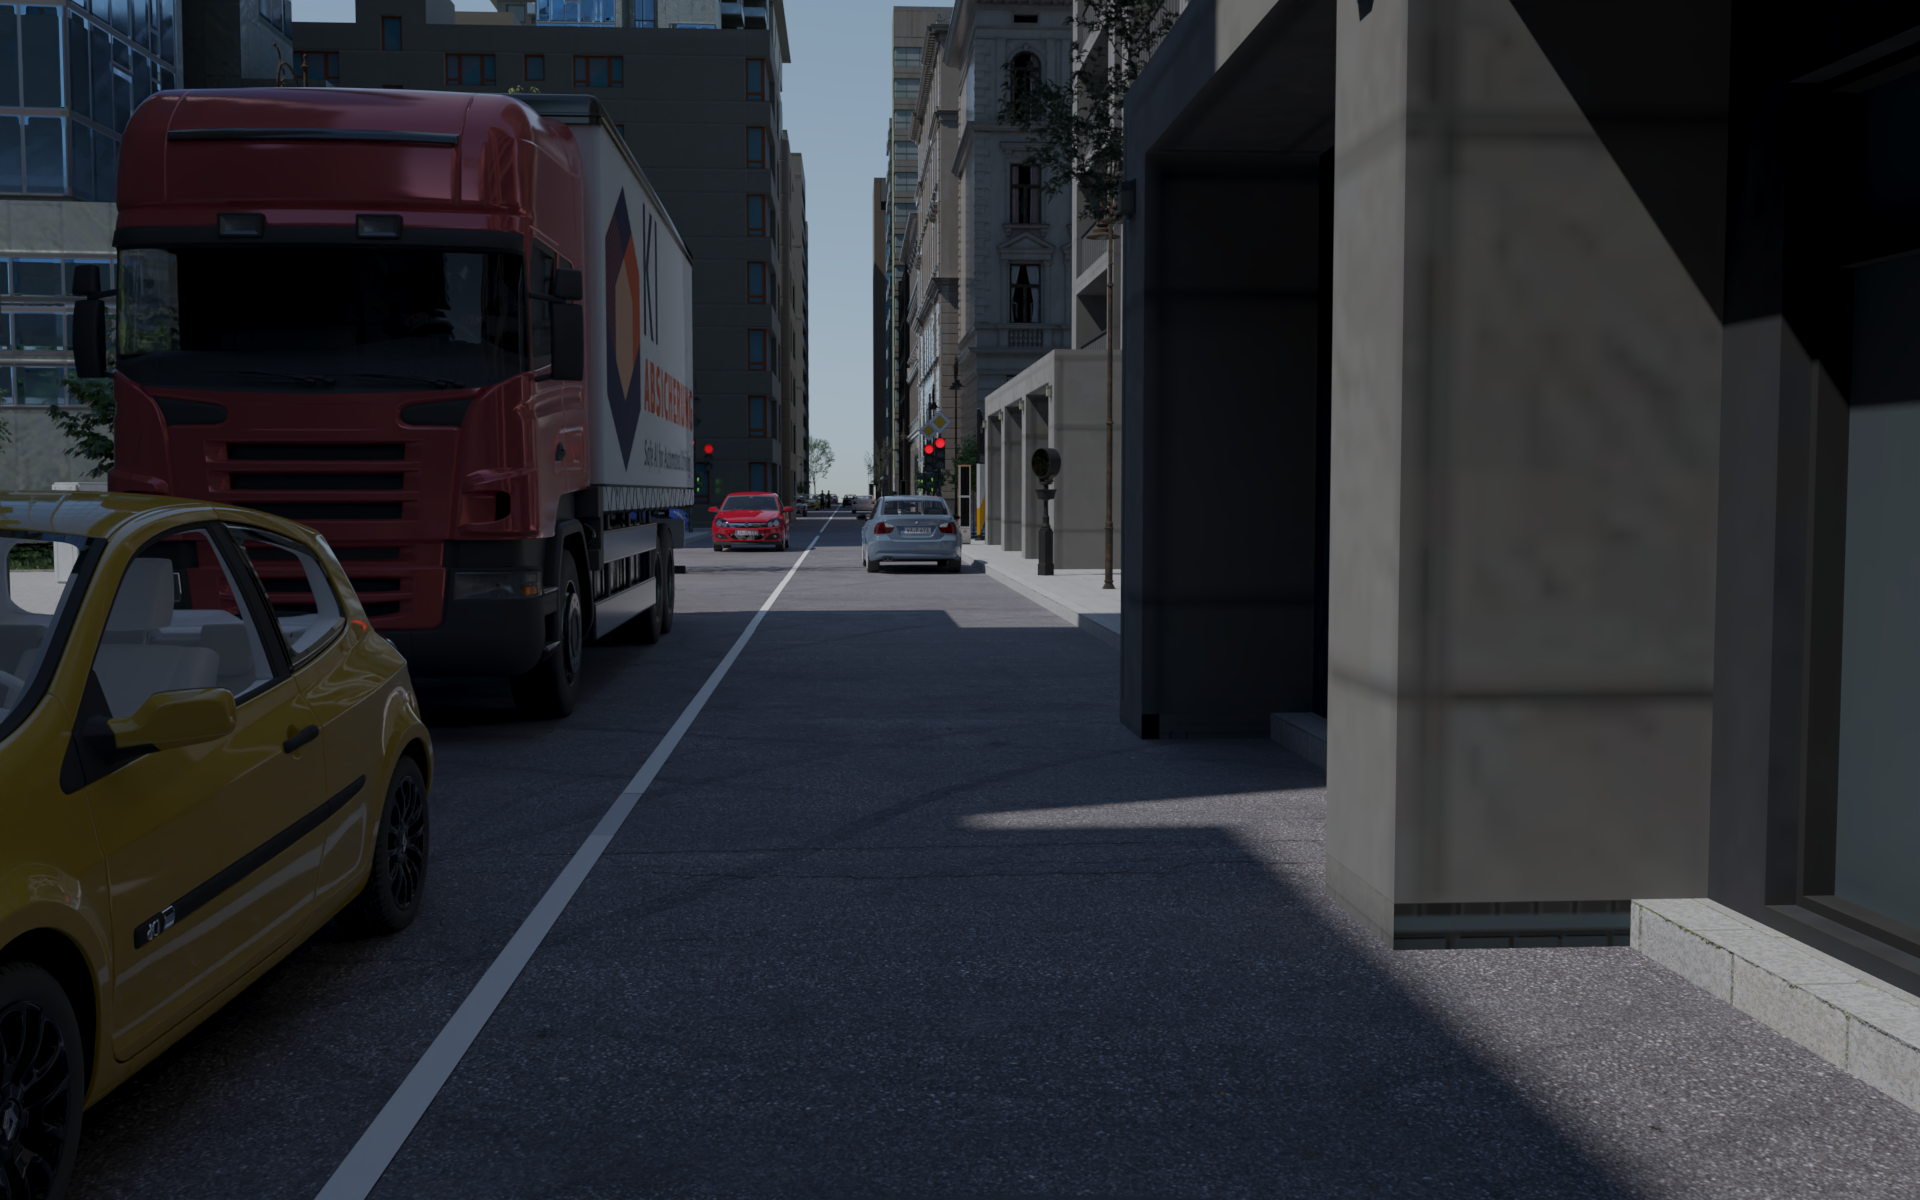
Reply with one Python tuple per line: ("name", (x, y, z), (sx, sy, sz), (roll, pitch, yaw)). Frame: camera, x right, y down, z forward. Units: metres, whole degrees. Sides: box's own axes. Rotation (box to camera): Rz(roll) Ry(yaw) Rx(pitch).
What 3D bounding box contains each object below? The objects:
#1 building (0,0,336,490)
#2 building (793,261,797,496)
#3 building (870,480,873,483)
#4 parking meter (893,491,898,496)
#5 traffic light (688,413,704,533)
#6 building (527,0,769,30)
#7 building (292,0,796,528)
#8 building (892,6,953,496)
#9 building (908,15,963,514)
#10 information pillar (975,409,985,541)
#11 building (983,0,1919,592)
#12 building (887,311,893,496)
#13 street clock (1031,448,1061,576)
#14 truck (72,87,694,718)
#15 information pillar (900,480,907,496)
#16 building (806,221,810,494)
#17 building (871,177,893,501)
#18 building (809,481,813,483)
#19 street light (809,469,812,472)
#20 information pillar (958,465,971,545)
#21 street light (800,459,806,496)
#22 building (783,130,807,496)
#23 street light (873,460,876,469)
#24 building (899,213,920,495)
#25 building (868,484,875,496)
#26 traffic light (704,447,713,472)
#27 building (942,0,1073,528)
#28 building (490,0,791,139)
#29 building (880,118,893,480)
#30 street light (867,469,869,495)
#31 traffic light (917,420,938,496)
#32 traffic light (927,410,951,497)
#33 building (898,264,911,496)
("building", (-32.021, -44.827, 45.596), (31.000, 86.520, 22.319), (0, 4, -4))
("building", (-26.745, -26.554, 205.851), (14.160, 30.474, 14.107), (0, 4, -4))
("building", (-1.658, -39.256, 261.441), (23.786, 49.044, 30.456), (0, 4, -4))
("parking meter", (-4.909, -7.510, 131.191), (0.372, 1.533, 0.369), (0, 3, 0))
("traffic light", (-8.940, -4.196, 57.520), (0.839, 4.253, 0.868), (0, 4, -4))
("building", (-26.723, -51.436, 153.646), (22.319, 86.520, 31.000), (0, 4, -4))
("building", (-21.782, -14.268, 78.320), (27.650, 21.520, 28.899), (0, 4, -4))
("building", (1.130, -28.516, 149.831), (14.154, 41.232, 14.086), (0, 4, -4))
("building", (3.917, -17.987, 91.349), (12.463, 27.353, 25.104), (0, 4, -4))
("information pillar", (0.578, -3.447, 47.706), (0.183, 3.616, 0.504), (1, 4, 20))
("building", (11.479, -36.342, 32.447), (20.563, 71.187, 20.611), (0, 4, -4))
("building", (6.902, -20.038, 172.658), (27.650, 21.520, 28.899), (0, 4, -4))
("street clock", (1.353, -1.387, 27.250), (0.358, 2.002, 0.471), (-3, 4, -37))
("truck", (-3.900, -1.559, 14.405), (2.839, 4.237, 11.283), (0, 4, -4))
("information pillar", (-3.011, -5.403, 92.824), (0.304, 2.012, 0.304), (1, 4, 9))
("building", (-29.168, -34.751, 251.775), (14.154, 41.232, 14.086), (0, 4, -4))
("building", (-5.007, -36.018, 239.007), (14.600, 45.320, 14.200), (0, 4, -4))
("building", (-35.469, -40.034, 274.167), (23.786, 49.044, 30.456), (0, 4, -4))
("street light", (-22.525, -17.582, 260.248), (0.468, 5.910, 1.993), (0, 4, -4))
("information pillar", (0.117, -2.417, 44.012), (0.304, 2.012, 0.304), (0, 4, -4))
("street light", (-20.273, -15.483, 225.938), (0.468, 5.910, 1.993), (0, 4, -4))
("building", (-31.642, -37.281, 233.244), (21.300, 48.544, 21.600), (0, 4, -4))
("street light", (-10.462, -14.926, 216.833), (0.468, 5.910, 1.993), (0, 4, -4))
("building", (2.087, -17.052, 114.957), (11.583, 22.565, 21.152), (0, 4, -4))
("building", (0.858, -36.527, 289.102), (32.217, 40.220, 23.993), (0, 4, -4))
("traffic light", (-9.454, -4.683, 65.489), (0.839, 4.253, 0.868), (0, 4, -4))
("building", (9.518, -14.807, 70.973), (19.941, 23.489, 11.050), (0, 4, -4))
("building", (-32.580, -36.366, 183.826), (28.713, 52.752, 27.495), (0, 4, -4))
("building", (2.707, -35.616, 201.934), (23.786, 49.044, 30.456), (0, 4, -4))
("street light", (-13.676, -17.920, 265.784), (0.468, 5.910, 1.993), (0, 4, -4))
("traffic light", (-1.211, -4.716, 66.034), (0.839, 4.253, 0.868), (0, 4, -4))
("traffic light", (-0.696, -4.229, 58.066), (0.839, 4.253, 0.868), (0, 4, -4))
("building", (1.634, -18.595, 133.713), (12.332, 23.373, 15.834), (0, 4, -4))
